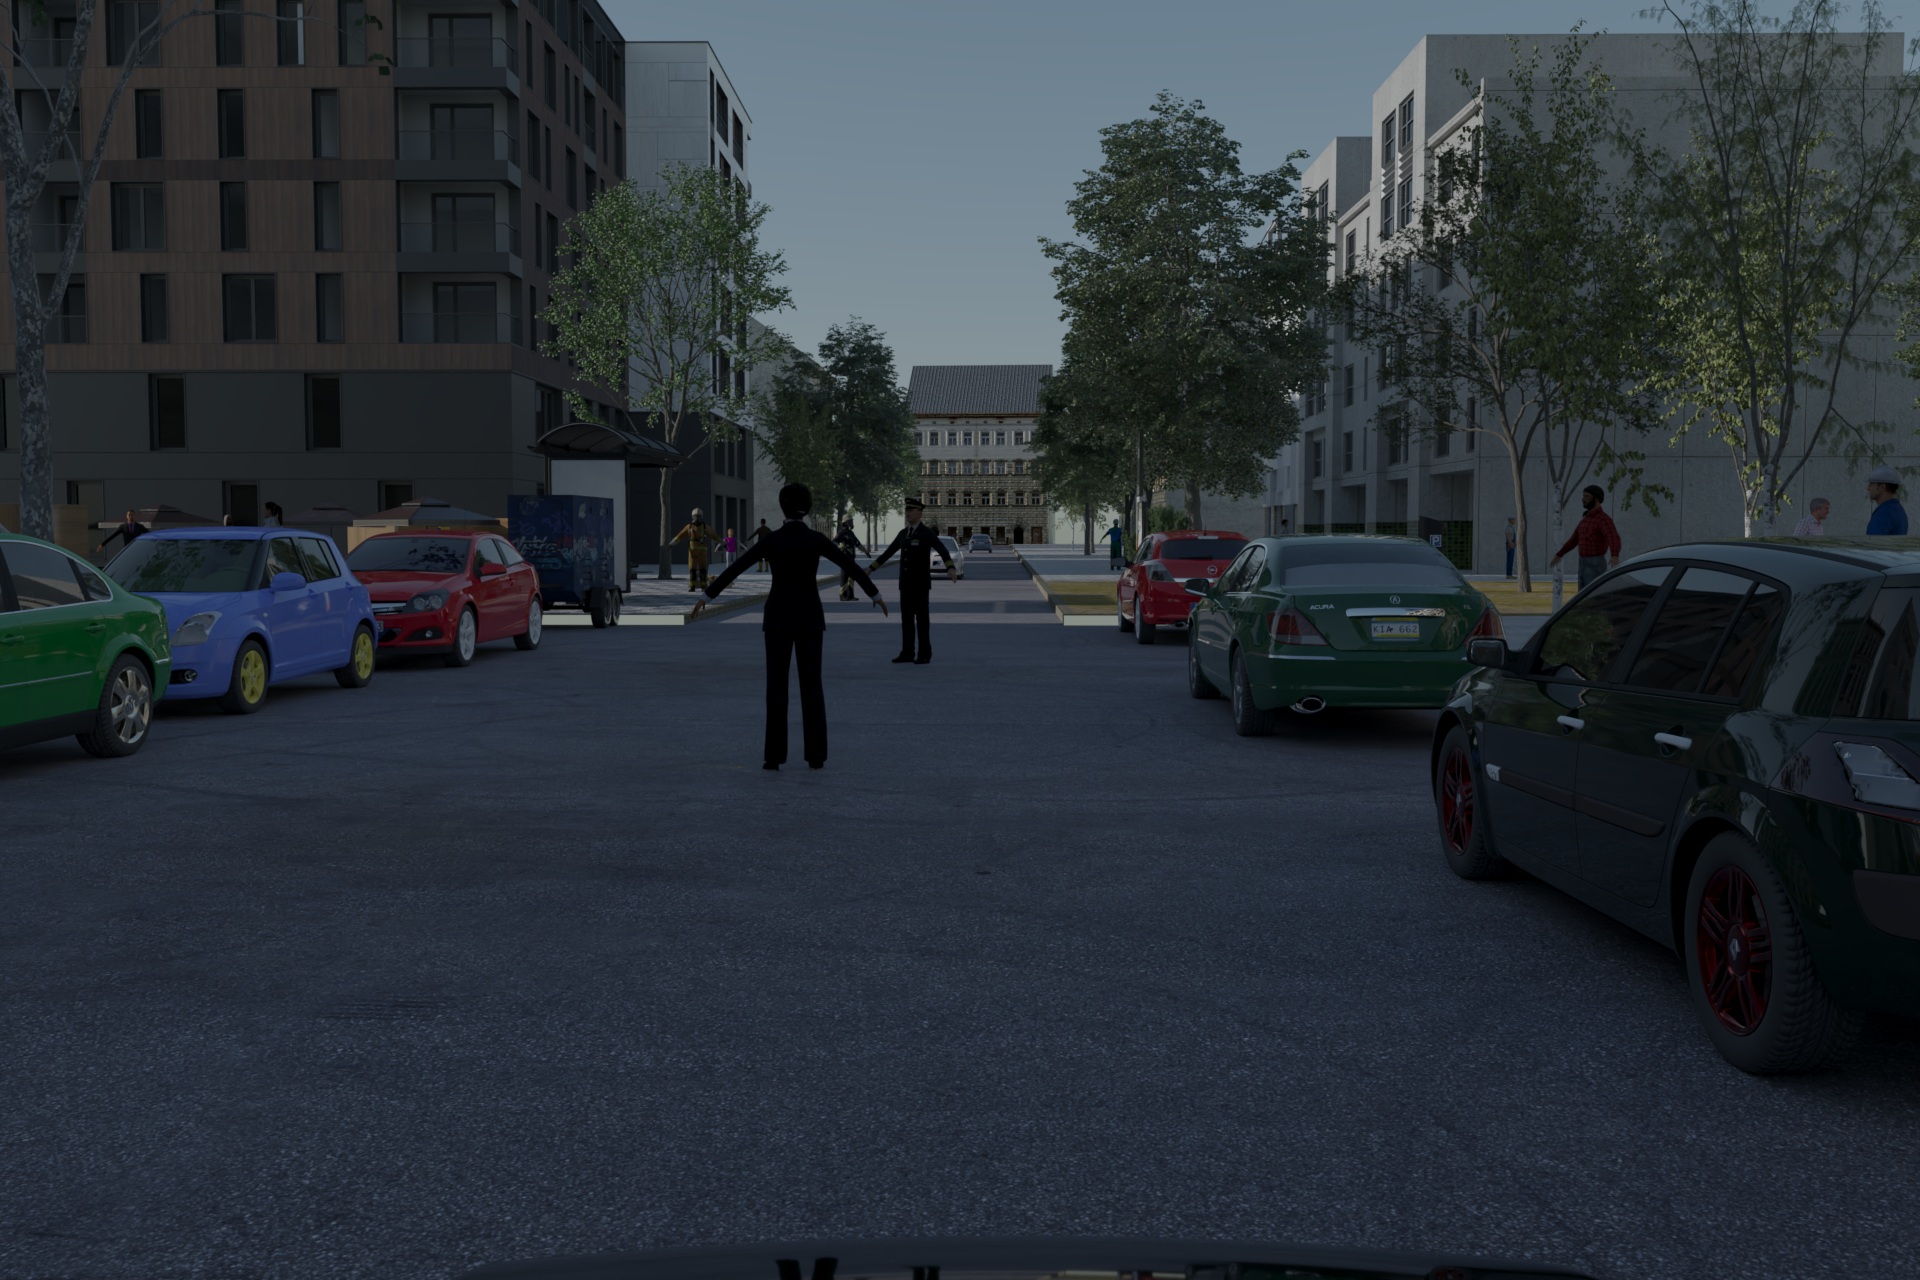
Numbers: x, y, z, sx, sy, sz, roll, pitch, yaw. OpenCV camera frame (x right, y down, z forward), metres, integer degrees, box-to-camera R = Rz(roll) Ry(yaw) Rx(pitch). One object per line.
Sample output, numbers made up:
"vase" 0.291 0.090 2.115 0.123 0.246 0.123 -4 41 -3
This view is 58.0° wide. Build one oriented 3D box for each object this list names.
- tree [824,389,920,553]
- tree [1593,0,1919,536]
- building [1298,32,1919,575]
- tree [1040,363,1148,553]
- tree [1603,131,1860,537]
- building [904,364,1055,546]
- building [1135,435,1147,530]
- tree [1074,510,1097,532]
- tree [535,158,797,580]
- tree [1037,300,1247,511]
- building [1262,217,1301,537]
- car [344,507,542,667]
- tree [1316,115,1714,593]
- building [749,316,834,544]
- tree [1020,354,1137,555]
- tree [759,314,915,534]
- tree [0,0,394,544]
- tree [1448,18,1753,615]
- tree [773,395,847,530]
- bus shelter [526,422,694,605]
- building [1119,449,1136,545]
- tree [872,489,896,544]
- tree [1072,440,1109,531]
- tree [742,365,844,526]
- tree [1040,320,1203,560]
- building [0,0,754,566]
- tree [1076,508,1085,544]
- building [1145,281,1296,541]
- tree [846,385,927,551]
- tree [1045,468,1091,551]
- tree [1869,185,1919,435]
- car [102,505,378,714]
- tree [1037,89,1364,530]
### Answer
"tree" -6.439 -11.822 119.038 9.928 11.665 9.643 0 3 0
"tree" 9.158 -4.223 19.406 4.360 8.622 3.978 0 3 0
"building" 24.960 -12.449 69.994 16.747 18.905 31.486 0 4 1
"tree" 8.897 -11.974 113.905 7.486 12.596 7.792 0 3 0
"tree" 13.925 -4.920 30.805 4.737 8.622 4.395 0 3 0
"building" 2.922 -23.870 223.664 18.063 23.208 19.493 0 4 5
"building" 27.186 -20.666 168.814 19.493 23.208 18.063 0 4 1
"tree" 16.427 -16.349 217.673 4.360 8.622 3.978 0 3 0
"tree" -8.140 -7.491 48.226 9.928 11.665 9.643 0 3 0
"tree" 6.780 -7.898 63.538 8.767 10.594 7.601 1 4 14
"building" 23.592 -15.165 104.376 16.016 20.090 11.380 0 4 2
"car" -6.164 -0.670 19.992 2.155 1.783 4.494 0 4 1
"tree" 12.408 -6.342 38.105 8.767 10.594 7.601 0 4 -5
"building" -22.081 -20.233 161.738 19.493 23.208 18.063 0 4 2
"tree" 7.325 -11.381 104.212 7.486 12.596 7.792 0 3 0
"tree" -7.108 -11.967 102.309 9.857 13.997 8.962 0 3 0
"tree" -11.018 -10.076 20.639 12.611 20.169 13.585 0 3 0
"tree" 8.939 -4.581 25.266 4.737 8.622 4.395 0 3 0
"tree" -7.788 -8.628 91.432 4.737 8.622 4.395 0 3 0
"bus shelter" -6.716 -2.449 33.968 2.014 3.302 5.546 0 4 2
"building" 27.740 -22.123 192.638 19.493 23.208 18.063 0 4 1
"tree" -9.762 -16.441 219.173 4.737 8.622 4.395 0 3 0
"tree" 9.157 -10.679 124.961 4.737 8.622 4.395 0 3 0
"tree" -7.359 -7.701 76.267 4.737 8.622 4.395 0 3 0
"tree" 7.578 -9.219 76.490 9.928 11.665 9.643 0 3 0
"building" -24.381 -13.835 70.171 27.936 21.610 32.646 0 4 1
"tree" 16.422 -16.743 224.103 4.360 8.622 3.978 0 3 0
"building" 26.148 -19.493 149.634 19.493 23.208 18.063 0 4 1
"tree" -6.009 -12.913 129.251 7.486 12.596 7.792 0 3 0
"tree" 8.655 -11.128 132.297 4.360 8.622 3.978 0 3 0
"tree" 28.979 -8.421 44.342 9.857 13.997 8.962 0 3 0
"car" -6.424 -0.325 14.902 1.945 1.707 3.694 0 4 2
"tree" 6.801 -8.770 50.041 9.857 13.997 8.962 0 3 0
